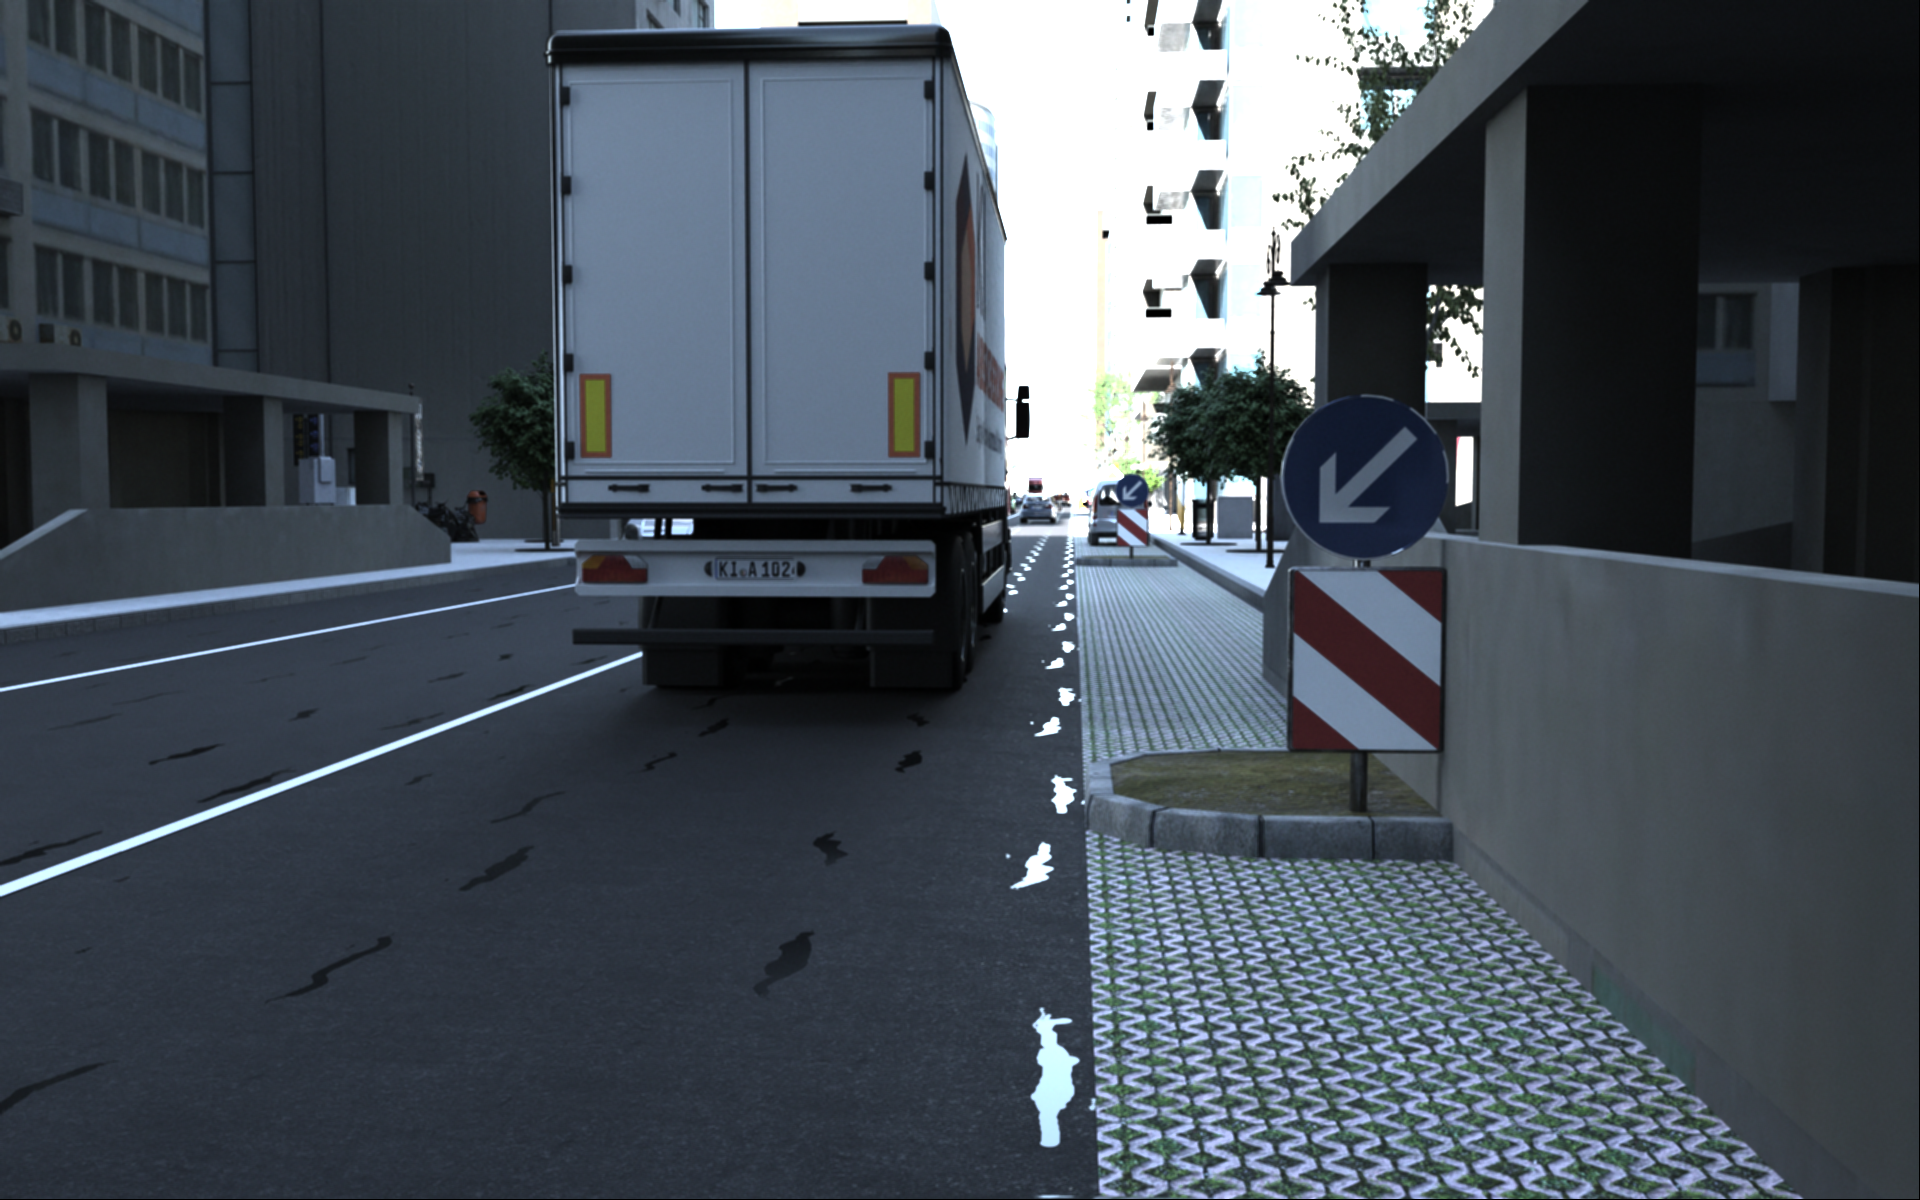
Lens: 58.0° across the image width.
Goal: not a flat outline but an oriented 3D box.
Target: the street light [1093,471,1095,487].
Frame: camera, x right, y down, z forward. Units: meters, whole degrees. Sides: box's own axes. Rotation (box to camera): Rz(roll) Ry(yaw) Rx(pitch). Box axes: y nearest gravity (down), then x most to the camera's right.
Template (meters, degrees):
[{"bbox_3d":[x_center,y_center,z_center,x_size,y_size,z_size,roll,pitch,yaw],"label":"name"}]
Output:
[{"bbox_3d":[19.175,-16.427,241.365,0.468,5.910,1.993,0,4,4],"label":"street light"}]

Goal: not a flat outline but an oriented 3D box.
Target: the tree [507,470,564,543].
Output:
[{"bbox_3d":[-11.154,-3.163,46.321,1.663,3.219,1.824,0,3,0],"label":"tree"}]

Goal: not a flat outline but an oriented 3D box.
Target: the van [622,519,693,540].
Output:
[{"bbox_3d":[-4.670,-1.421,30.247,2.013,2.044,4.112,0,4,5],"label":"van"}]

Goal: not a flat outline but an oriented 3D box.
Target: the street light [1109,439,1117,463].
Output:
[{"bbox_3d":[12.693,-10.368,142.305,0.468,5.910,1.993,0,4,4],"label":"street light"}]

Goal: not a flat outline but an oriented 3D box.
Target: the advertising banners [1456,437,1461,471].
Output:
[{"bbox_3d":[13.588,-3.338,50.757,2.074,3.025,0.090,1,4,23],"label":"advertising banners"}]

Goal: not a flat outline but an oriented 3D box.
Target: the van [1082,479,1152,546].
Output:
[{"bbox_3d":[4.467,-2.570,49.027,2.013,2.044,4.112,0,4,3],"label":"van"}]

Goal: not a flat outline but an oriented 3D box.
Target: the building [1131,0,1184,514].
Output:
[{"bbox_3d":[24.943,-31.871,110.333,28.713,52.752,27.495,0,4,4],"label":"building"}]

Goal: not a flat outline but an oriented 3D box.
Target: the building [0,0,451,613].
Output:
[{"bbox_3d":[-26.016,-20.387,25.211,32.217,40.220,23.993,0,4,4],"label":"building"}]

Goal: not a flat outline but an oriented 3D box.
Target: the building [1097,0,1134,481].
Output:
[{"bbox_3d":[30.541,-56.709,239.855,22.319,86.520,31.000,0,4,4],"label":"building"}]

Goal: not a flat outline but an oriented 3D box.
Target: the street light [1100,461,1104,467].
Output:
[{"bbox_3d":[15.821,-13.235,189.176,0.468,5.910,1.993,0,4,4],"label":"street light"}]

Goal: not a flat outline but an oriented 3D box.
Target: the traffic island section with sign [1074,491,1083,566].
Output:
[{"bbox_3d":[3.331,-1.606,34.886,1.989,1.847,2.006,0,4,4],"label":"traffic island section with sign"}]

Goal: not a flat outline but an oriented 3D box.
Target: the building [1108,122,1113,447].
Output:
[{"bbox_3d":[28.664,-35.625,202.083,23.786,49.044,30.456,0,4,4],"label":"building"}]

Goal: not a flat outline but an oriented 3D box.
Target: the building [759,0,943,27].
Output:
[{"bbox_3d":[-8.842,-30.630,150.910,14.600,45.320,14.200,0,4,4],"label":"building"}]

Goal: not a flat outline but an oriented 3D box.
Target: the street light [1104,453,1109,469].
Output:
[{"bbox_3d":[13.760,-11.423,159.546,0.468,5.910,1.993,0,4,4],"label":"street light"}]

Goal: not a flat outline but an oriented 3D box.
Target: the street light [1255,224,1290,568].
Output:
[{"bbox_3d":[5.401,-3.499,30.001,0.468,5.910,1.993,0,4,4],"label":"street light"}]

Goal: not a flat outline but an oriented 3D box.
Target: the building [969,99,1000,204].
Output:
[{"bbox_3d":[-5.358,-43.615,255.098,21.231,58.520,28.212,0,4,4],"label":"building"}]

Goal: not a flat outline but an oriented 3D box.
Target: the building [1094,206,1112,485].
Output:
[{"bbox_3d":[27.536,-37.542,263.914,14.600,45.320,14.200,0,4,4],"label":"building"}]

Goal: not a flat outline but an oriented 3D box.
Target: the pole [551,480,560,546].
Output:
[{"bbox_3d":[-9.918,-2.969,42.389,0.158,3.312,0.155,0,3,0],"label":"pole"}]

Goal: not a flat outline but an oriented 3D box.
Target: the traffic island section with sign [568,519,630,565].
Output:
[{"bbox_3d":[-6.849,-1.658,35.734,1.989,1.847,2.006,0,4,4],"label":"traffic island section with sign"}]

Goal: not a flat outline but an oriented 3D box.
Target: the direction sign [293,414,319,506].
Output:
[{"bbox_3d":[-18.209,-3.443,48.295,0.379,3.537,0.876,2,4,26],"label":"direction sign"}]

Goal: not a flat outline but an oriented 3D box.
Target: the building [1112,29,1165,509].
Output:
[{"bbox_3d":[20.727,-28.892,155.981,14.154,41.232,14.086,0,4,4],"label":"building"}]

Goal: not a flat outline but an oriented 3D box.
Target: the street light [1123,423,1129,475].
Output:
[{"bbox_3d":[10.816,-8.555,112.664,0.468,5.910,1.993,0,4,4],"label":"street light"}]

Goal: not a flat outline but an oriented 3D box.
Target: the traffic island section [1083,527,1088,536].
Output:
[{"bbox_3d":[5.316,-2.322,60.249,2.009,0.180,2.903,0,4,4],"label":"traffic island section"}]

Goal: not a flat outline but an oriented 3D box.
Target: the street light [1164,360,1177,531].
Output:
[{"bbox_3d":[7.273,-5.312,59.643,0.468,5.910,1.993,0,4,4],"label":"street light"}]

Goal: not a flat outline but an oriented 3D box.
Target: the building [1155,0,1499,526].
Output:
[{"bbox_3d":[23.884,-27.910,75.938,30.456,49.044,23.786,0,4,4],"label":"building"}]

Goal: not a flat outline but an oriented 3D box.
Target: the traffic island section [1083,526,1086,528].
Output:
[{"bbox_3d":[5.837,-2.810,68.217,2.009,0.180,2.903,0,4,4],"label":"traffic island section"}]

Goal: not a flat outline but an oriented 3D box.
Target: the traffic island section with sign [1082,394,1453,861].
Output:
[{"bbox_3d":[1.557,0.058,7.684,1.989,1.847,2.006,0,4,4],"label":"traffic island section with sign"}]

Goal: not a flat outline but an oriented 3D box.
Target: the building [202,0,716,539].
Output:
[{"bbox_3d":[-15.455,-22.722,55.093,14.086,41.232,14.154,0,4,4],"label":"building"}]

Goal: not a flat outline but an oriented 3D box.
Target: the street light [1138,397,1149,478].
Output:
[{"bbox_3d":[8.770,-6.721,82.674,0.468,5.910,1.993,0,4,4],"label":"street light"}]

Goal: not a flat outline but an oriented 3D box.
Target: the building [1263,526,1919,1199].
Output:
[{"bbox_3d":[17.977,-19.107,4.284,32.217,40.220,23.993,0,4,4],"label":"building"}]

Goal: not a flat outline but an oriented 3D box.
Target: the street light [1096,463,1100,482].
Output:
[{"bbox_3d":[17.669,-15.056,218.957,0.468,5.910,1.993,0,4,4],"label":"street light"}]

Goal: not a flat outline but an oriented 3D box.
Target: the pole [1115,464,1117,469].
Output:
[{"bbox_3d":[10.461,-7.486,116.239,0.158,3.312,0.155,0,3,0],"label":"pole"}]

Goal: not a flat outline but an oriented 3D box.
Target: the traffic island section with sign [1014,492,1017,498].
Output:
[{"bbox_3d":[8.979,-16.477,278.025,1.989,1.847,2.006,0,4,4],"label":"traffic island section with sign"}]
